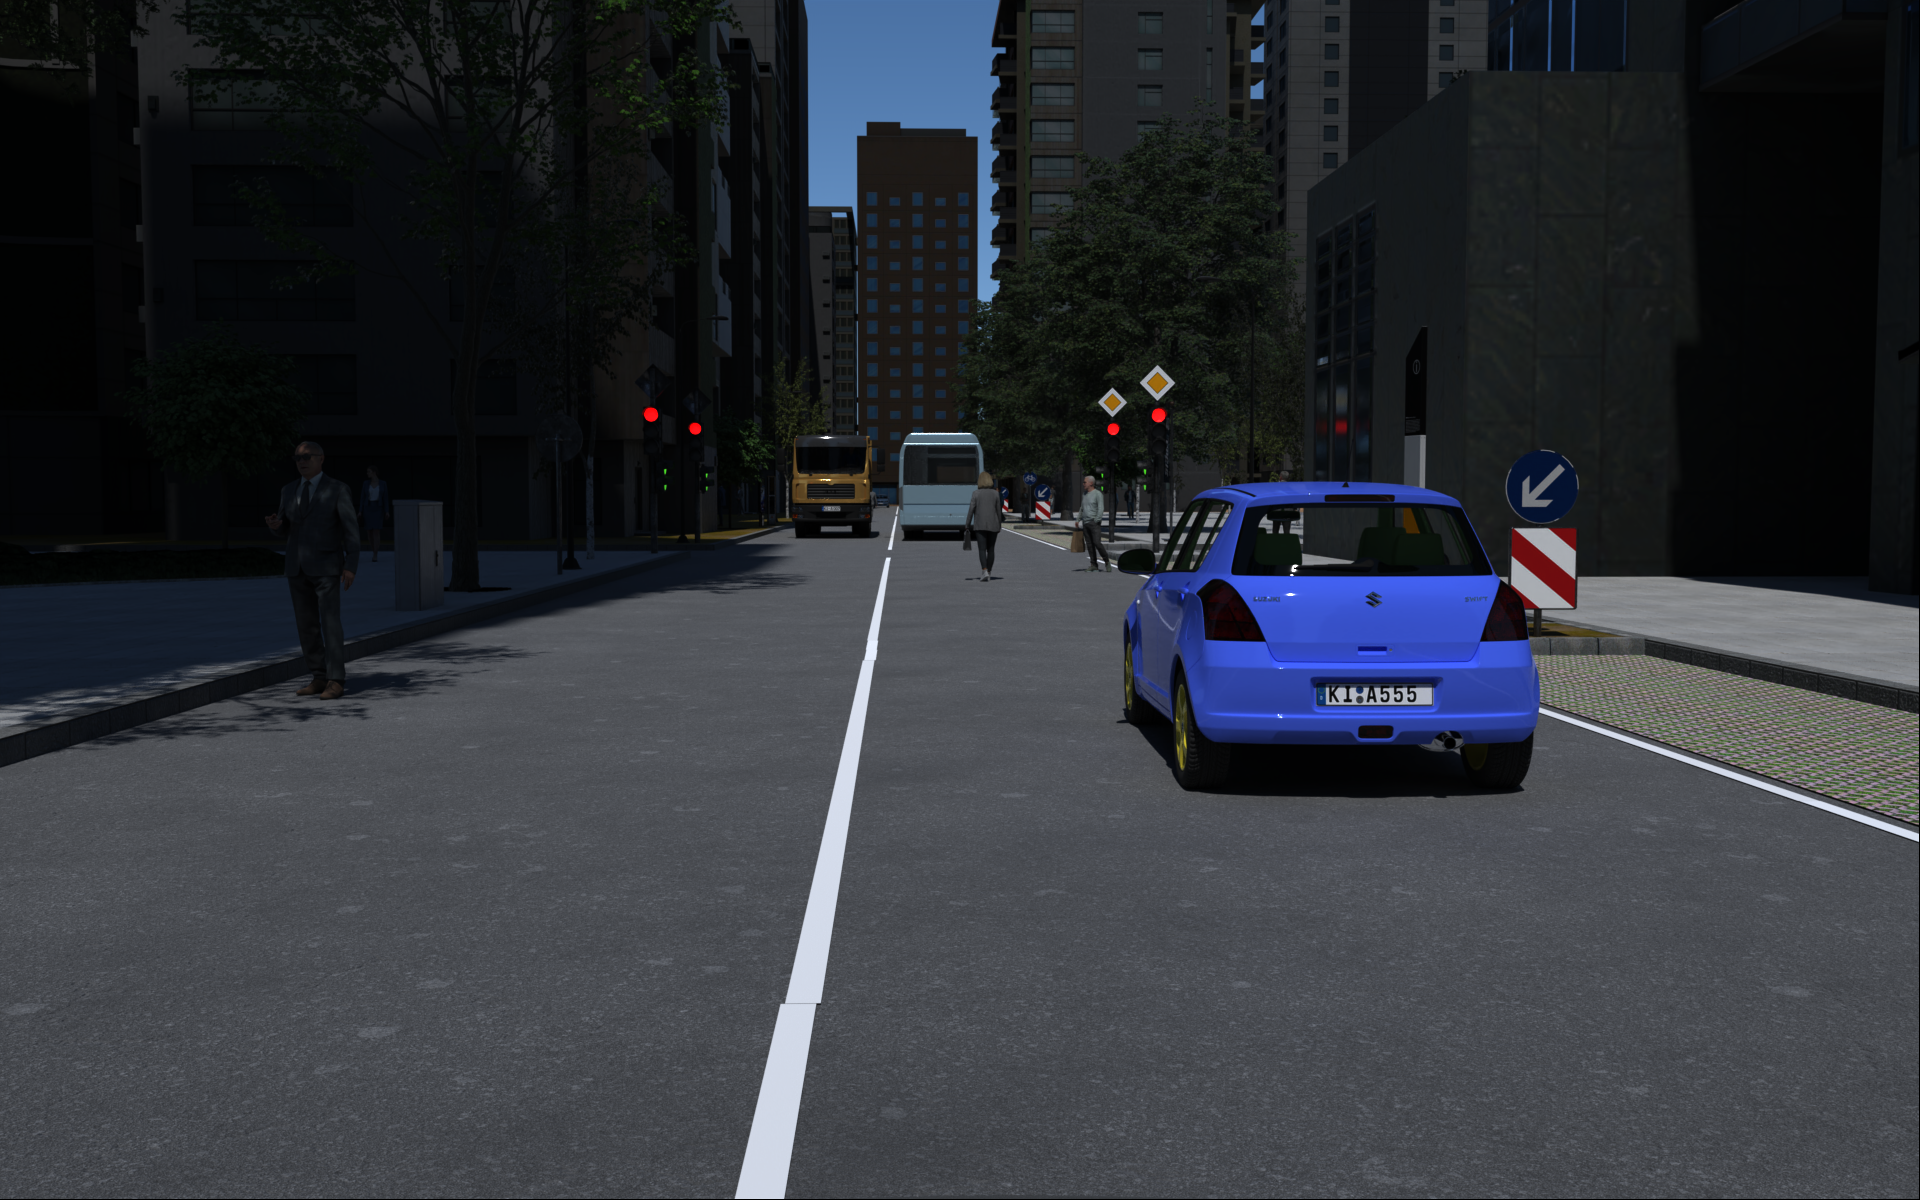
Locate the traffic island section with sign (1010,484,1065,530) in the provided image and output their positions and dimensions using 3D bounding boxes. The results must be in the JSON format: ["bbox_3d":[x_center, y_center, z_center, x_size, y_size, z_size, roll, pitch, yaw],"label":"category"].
[{"bbox_3d":[3.196,-3.778,70.402,1.989,1.847,2.006,0,4,-2],"label":"traffic island section with sign"}]

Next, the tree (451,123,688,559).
[{"bbox_3d":[-7.505,-5.104,33.814,4.360,8.622,3.978,0,3,0],"label":"tree"}]

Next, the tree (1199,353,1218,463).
[{"bbox_3d":[13.396,-8.412,87.893,4.360,8.622,3.978,0,3,0],"label":"tree"}]

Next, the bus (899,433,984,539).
[{"bbox_3d":[-0.627,-3.916,58.885,2.948,3.499,13.247,0,4,-1],"label":"bus"}]

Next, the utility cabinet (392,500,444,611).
[{"bbox_3d":[-6.065,-0.507,19.455,0.306,1.237,1.020,0,4,-2],"label":"utility cabinet"}]

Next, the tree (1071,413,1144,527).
[{"bbox_3d":[5.922,-5.106,67.204,4.285,4.588,4.351,0,3,0],"label":"tree"}]

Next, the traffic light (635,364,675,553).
[{"bbox_3d":[-6.591,-2.961,37.335,0.839,4.253,0.868,0,4,-2],"label":"traffic light"}]

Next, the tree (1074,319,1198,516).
[{"bbox_3d":[9.999,-10.660,100.042,9.928,11.665,9.643,0,3,0],"label":"tree"}]

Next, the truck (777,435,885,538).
[{"bbox_3d":[-4.310,-3.874,59.267,3.469,3.379,9.791,0,4,-3],"label":"truck"}]

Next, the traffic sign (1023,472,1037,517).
[{"bbox_3d":[3.933,-5.943,97.268,0.768,2.556,0.104,0,4,3],"label":"traffic sign"}]

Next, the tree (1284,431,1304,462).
[{"bbox_3d":[25.268,-11.125,116.301,8.767,10.594,7.601,-2,4,-26],"label":"tree"}]

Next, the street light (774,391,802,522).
[{"bbox_3d":[-7.812,-6.458,78.127,1.470,5.913,1.316,0,4,-2],"label":"street light"}]

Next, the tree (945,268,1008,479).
[{"bbox_3d":[5.050,-10.786,82.999,9.857,13.997,8.962,0,3,0],"label":"tree"}]

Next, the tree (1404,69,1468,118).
[{"bbox_3d":[25.427,-13.156,70.990,12.611,20.169,13.585,0,3,0],"label":"tree"}]

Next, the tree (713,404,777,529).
[{"bbox_3d":[-8.389,-4.869,63.321,4.285,4.588,4.351,0,3,0],"label":"tree"}]

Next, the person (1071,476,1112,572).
[{"bbox_3d":[2.405,-1.403,31.926,0.515,1.767,0.782,-3,4,-37],"label":"person"}]

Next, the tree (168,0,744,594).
[{"bbox_3d":[-6.402,-5.917,22.498,9.928,11.665,9.643,0,3,0],"label":"tree"}]

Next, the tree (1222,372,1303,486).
[{"bbox_3d":[17.736,-8.993,97.392,4.737,8.622,4.395,0,3,0],"label":"tree"}]

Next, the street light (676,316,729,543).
[{"bbox_3d":[-6.721,-4.445,45.211,1.470,5.913,1.316,0,4,-2],"label":"street light"}]

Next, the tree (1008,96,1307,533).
[{"bbox_3d":[6.537,-9.207,57.197,9.857,13.997,8.962,0,3,0],"label":"tree"}]

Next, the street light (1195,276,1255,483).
[{"bbox_3d":[5.716,-3.948,37.095,1.470,5.913,1.316,0,4,-2],"label":"street light"}]

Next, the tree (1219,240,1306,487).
[{"bbox_3d":[9.564,-6.009,48.610,4.360,8.622,3.978,0,3,0],"label":"tree"}]

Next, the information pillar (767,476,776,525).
[{"bbox_3d":[-7.746,-4.071,71.052,0.304,2.012,0.304,-1,4,-19],"label":"information pillar"}]

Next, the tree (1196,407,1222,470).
[{"bbox_3d":[17.360,-9.941,112.902,4.737,8.622,4.395,0,3,0],"label":"tree"}]

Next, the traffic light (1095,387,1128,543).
[{"bbox_3d":[3.989,-3.473,45.702,0.839,4.253,0.868,0,4,-2],"label":"traffic light"}]

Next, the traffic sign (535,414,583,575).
[{"bbox_3d":[-6.387,-1.680,27.571,0.768,2.556,0.104,0,4,2],"label":"traffic sign"}]

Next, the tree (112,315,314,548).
[{"bbox_3d":[-13.698,-2.950,31.949,4.285,4.588,4.351,0,3,0],"label":"tree"}]

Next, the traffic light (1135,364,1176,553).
[{"bbox_3d":[4.263,-2.985,37.722,0.839,4.253,0.868,0,4,-2],"label":"traffic light"}]

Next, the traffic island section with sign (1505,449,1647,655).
[{"bbox_3d":[5.060,-0.465,16.225,1.989,1.847,2.006,0,4,-2],"label":"traffic island section with sign"}]

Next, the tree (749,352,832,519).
[{"bbox_3d":[-8.812,-8.579,90.623,4.737,8.622,4.395,0,3,0],"label":"tree"}]

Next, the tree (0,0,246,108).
[{"bbox_3d":[-7.308,-4.553,8.860,7.601,10.594,8.767,3,5,41],"label":"tree"}]

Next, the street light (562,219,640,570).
[{"bbox_3d":[-6.097,-3.476,29.373,1.470,5.913,1.316,0,4,-2],"label":"street light"}]

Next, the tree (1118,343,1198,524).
[{"bbox_3d":[7.983,-7.636,75.209,4.360,8.622,3.978,0,3,0],"label":"tree"}]

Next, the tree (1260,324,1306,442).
[{"bbox_3d":[21.936,-10.978,105.242,9.928,11.665,9.643,0,3,0],"label":"tree"}]

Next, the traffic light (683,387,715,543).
[{"bbox_3d":[-6.865,-3.449,45.315,0.839,4.253,0.868,0,4,-2],"label":"traffic light"}]

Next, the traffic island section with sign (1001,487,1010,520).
[{"bbox_3d":[2.253,-5.444,97.635,1.989,1.847,2.006,0,4,-2],"label":"traffic island section with sign"}]

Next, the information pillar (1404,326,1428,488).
[{"bbox_3d":[6.437,-2.026,24.485,0.183,3.616,0.504,-1,4,-13],"label":"information pillar"}]
